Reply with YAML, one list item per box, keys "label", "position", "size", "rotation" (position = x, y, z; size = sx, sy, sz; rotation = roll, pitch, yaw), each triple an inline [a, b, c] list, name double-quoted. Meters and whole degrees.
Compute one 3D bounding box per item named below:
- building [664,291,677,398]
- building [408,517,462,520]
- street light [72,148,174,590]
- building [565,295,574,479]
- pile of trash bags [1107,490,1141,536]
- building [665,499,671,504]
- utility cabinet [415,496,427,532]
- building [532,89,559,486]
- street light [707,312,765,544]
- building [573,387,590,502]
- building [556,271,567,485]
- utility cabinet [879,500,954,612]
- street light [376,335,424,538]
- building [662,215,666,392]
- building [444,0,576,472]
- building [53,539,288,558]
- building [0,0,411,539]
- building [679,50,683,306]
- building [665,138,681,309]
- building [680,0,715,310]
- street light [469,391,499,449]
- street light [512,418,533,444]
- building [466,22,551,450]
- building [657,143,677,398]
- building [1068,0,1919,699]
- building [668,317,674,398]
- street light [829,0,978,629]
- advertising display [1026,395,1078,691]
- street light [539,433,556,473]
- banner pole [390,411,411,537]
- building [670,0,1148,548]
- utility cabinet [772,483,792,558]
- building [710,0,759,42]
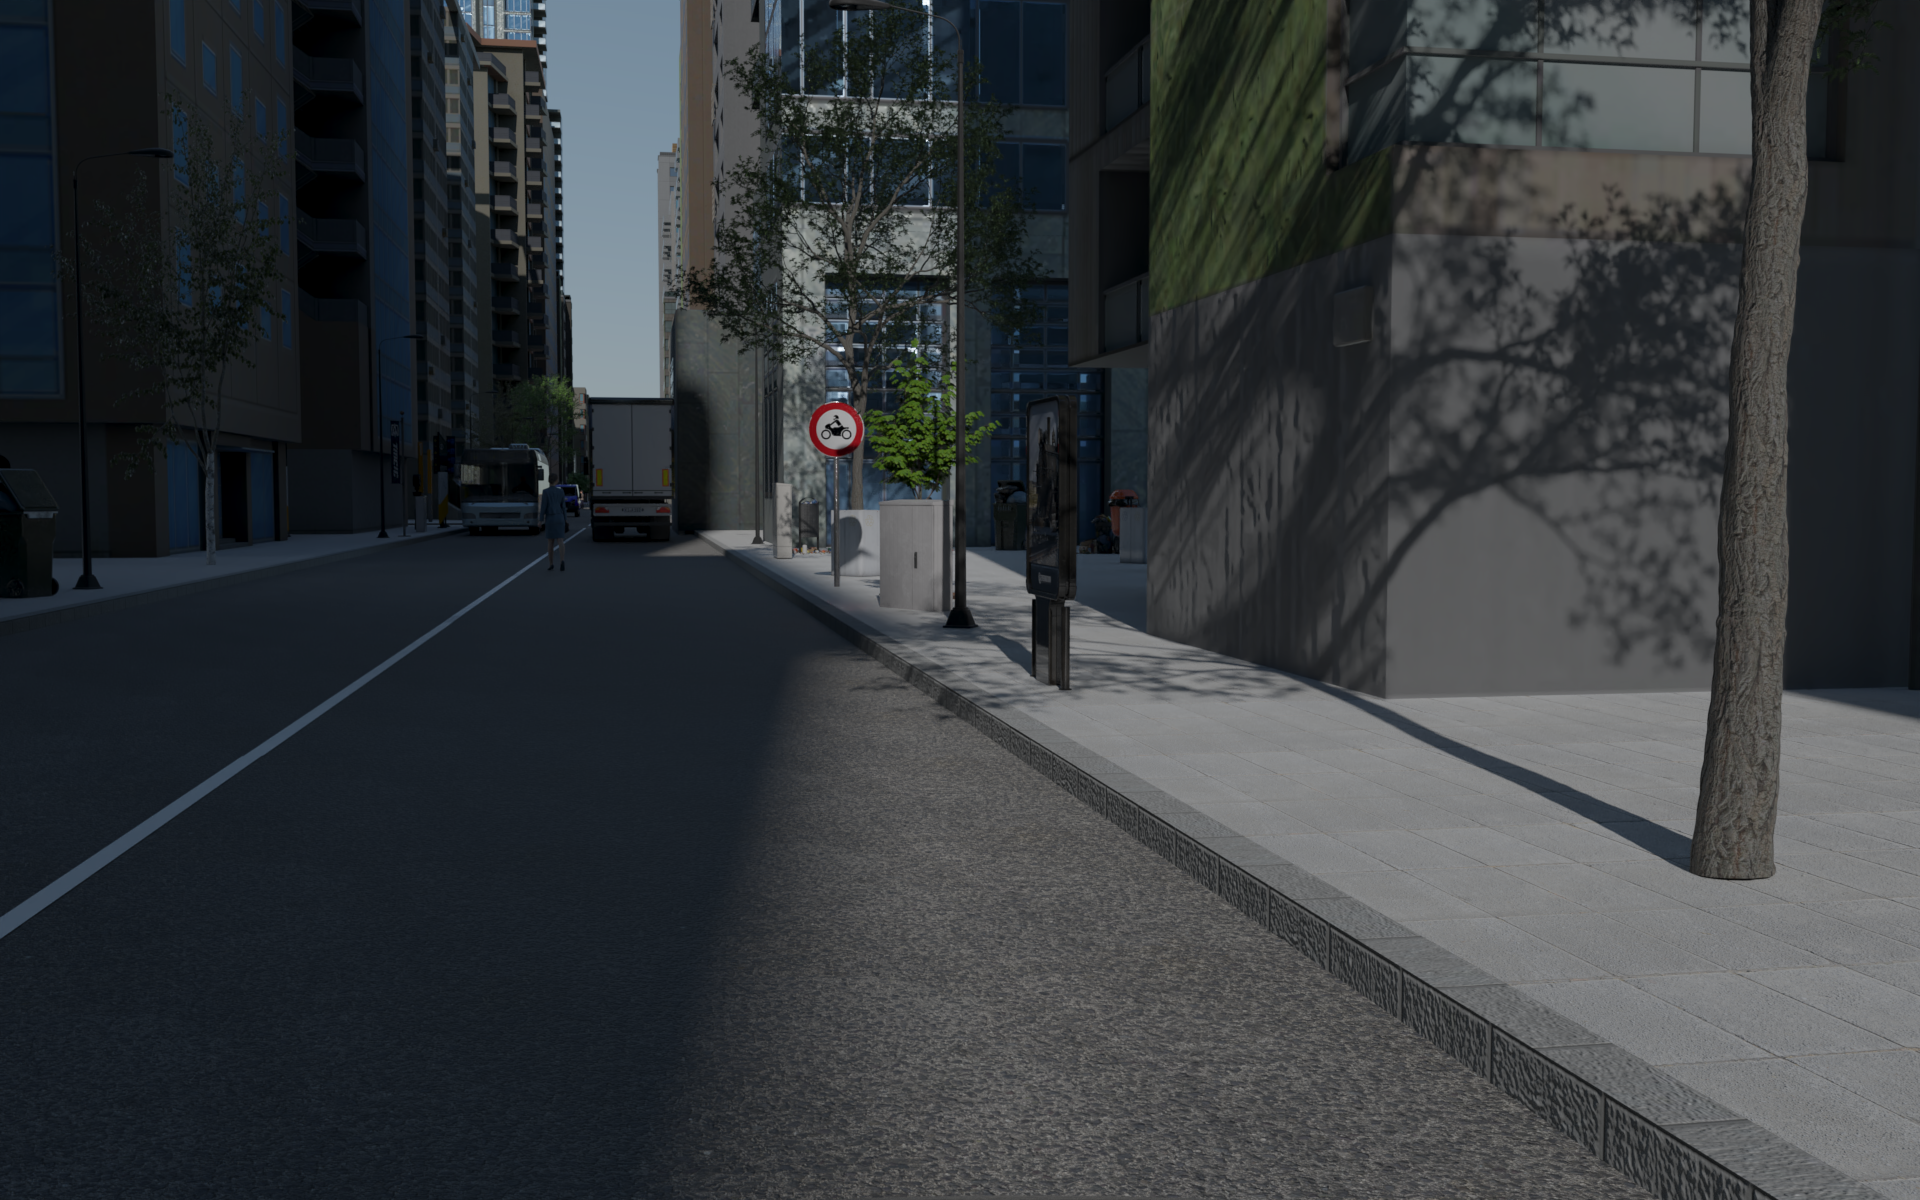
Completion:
- label: "building"
  position: [-35.144, -29.105, 247.564]
  size: [14.160, 30.474, 14.107]
  rotation: [-1, 4, -11]
- label: "building"
  position: [-39.855, -24.308, 89.313]
  size: [32.217, 40.220, 23.993]
  rotation: [-1, 4, -11]
- label: "street light"
  position: [-11.252, -3.105, 23.315]
  size: [1.470, 5.913, 1.316]
  rotation: [-1, 4, -11]
- label: "building"
  position: [-61.084, -28.663, 240.337]
  size: [14.160, 30.474, 14.107]
  rotation: [-1, 4, -11]
- label: "pile of trash bags"
  position: [4.495, -1.525, 34.693]
  size: [3.447, 1.369, 1.912]
  rotation: [-2, 4, -27]
- label: "building"
  position: [-7.984, -27.466, 140.946]
  size: [32.217, 40.220, 23.993]
  rotation: [-1, 4, -11]
- label: "utility cabinet"
  position: [-18.165, -2.887, 58.364]
  size: [0.306, 1.237, 1.020]
  rotation: [-1, 4, -13]
- label: "building"
  position: [-51.105, -32.729, 185.229]
  size: [14.600, 45.320, 14.200]
  rotation: [-1, 4, -11]
- label: "street light"
  position: [-5.707, -4.372, 44.023]
  size: [1.470, 5.913, 1.316]
  rotation: [-1, 4, -11]
- label: "building"
  position: [-76.774, -27.328, 291.848]
  size: [27.650, 21.520, 28.899]
  rotation: [-1, 4, -11]
- label: "building"
  position: [-56.646, -27.065, 214.209]
  size: [14.160, 30.474, 14.107]
  rotation: [-1, 4, -11]
- label: "utility cabinet"
  position: [-0.500, -0.499, 19.327]
  size: [0.306, 1.237, 1.020]
  rotation: [-3, 4, -38]
- label: "street light"
  position: [-16.306, -4.766, 50.470]
  size: [1.470, 5.913, 1.316]
  rotation: [-1, 4, -11]
- label: "building"
  position: [-34.869, -39.759, 269.675]
  size: [23.786, 49.044, 30.456]
  rotation: [-1, 4, -11]
- label: "building"
  position: [-69.547, -57.982, 260.681]
  size: [22.319, 86.520, 31.000]
  rotation: [-1, 4, -11]
- label: "building"
  position: [-23.845, -23.777, 38.864]
  size: [14.600, 45.320, 14.200]
  rotation: [-1, 4, -11]
- label: "building"
  position: [-27.284, -25.051, 59.691]
  size: [14.200, 45.320, 14.600]
  rotation: [-1, 4, -11]
- label: "building"
  position: [-19.106, -29.290, 162.486]
  size: [14.154, 41.232, 14.086]
  rotation: [-1, 4, -11]
- label: "building"
  position: [-23.627, -36.348, 213.899]
  size: [23.786, 49.044, 30.456]
  rotation: [-1, 4, -11]
- label: "building"
  position: [-10.363, -28.074, 109.117]
  size: [14.600, 45.320, 14.200]
  rotation: [-1, 4, -11]
- label: "street light"
  position: [-21.437, -6.444, 77.903]
  size: [1.470, 5.913, 1.316]
  rotation: [-1, 4, -11]
- label: "street light"
  position: [-26.571, -8.105, 105.059]
  size: [1.470, 5.913, 1.316]
  rotation: [-1, 4, -11]
- label: "building"
  position: [-50.466, -31.124, 163.498]
  size: [22.147, 44.769, 28.867]
  rotation: [-1, 4, -11]
- label: "building"
  position: [-41.124, -46.239, 298.005]
  size: [21.231, 58.520, 28.212]
  rotation: [-1, 4, -11]
- label: "building"
  position: [8.297, -20.427, 17.579]
  size: [14.154, 41.232, 14.086]
  rotation: [-1, 4, -11]
- label: "building"
  position: [-16.915, -20.828, 185.584]
  size: [27.650, 21.520, 28.899]
  rotation: [-1, 4, -11]
- label: "street light"
  position: [-0.529, -2.683, 16.406]
  size: [1.470, 5.913, 1.316]
  rotation: [-1, 4, -11]
- label: "advertising display"
  position: [0.611, -0.397, 11.709]
  size: [0.123, 1.923, 0.974]
  rotation: [-1, 4, -11]
- label: "street light"
  position: [-31.587, -9.778, 132.419]
  size: [1.470, 5.913, 1.316]
  rotation: [-1, 4, -11]
- label: "banner pole"
  position: [-16.826, -3.787, 51.936]
  size: [0.401, 3.779, 0.863]
  rotation: [1, 4, 15]
- label: "building"
  position: [1.985, -45.421, 55.303]
  size: [22.319, 86.520, 31.000]
  rotation: [-1, 4, -11]
- label: "utility cabinet"
  position: [-3.552, -1.590, 34.681]
  size: [0.318, 1.500, 1.173]
  rotation: [-1, 4, -10]
- label: "building"
  position: [-5.297, -24.746, 88.190]
  size: [14.086, 41.232, 14.154]
  rotation: [-1, 4, -11]
